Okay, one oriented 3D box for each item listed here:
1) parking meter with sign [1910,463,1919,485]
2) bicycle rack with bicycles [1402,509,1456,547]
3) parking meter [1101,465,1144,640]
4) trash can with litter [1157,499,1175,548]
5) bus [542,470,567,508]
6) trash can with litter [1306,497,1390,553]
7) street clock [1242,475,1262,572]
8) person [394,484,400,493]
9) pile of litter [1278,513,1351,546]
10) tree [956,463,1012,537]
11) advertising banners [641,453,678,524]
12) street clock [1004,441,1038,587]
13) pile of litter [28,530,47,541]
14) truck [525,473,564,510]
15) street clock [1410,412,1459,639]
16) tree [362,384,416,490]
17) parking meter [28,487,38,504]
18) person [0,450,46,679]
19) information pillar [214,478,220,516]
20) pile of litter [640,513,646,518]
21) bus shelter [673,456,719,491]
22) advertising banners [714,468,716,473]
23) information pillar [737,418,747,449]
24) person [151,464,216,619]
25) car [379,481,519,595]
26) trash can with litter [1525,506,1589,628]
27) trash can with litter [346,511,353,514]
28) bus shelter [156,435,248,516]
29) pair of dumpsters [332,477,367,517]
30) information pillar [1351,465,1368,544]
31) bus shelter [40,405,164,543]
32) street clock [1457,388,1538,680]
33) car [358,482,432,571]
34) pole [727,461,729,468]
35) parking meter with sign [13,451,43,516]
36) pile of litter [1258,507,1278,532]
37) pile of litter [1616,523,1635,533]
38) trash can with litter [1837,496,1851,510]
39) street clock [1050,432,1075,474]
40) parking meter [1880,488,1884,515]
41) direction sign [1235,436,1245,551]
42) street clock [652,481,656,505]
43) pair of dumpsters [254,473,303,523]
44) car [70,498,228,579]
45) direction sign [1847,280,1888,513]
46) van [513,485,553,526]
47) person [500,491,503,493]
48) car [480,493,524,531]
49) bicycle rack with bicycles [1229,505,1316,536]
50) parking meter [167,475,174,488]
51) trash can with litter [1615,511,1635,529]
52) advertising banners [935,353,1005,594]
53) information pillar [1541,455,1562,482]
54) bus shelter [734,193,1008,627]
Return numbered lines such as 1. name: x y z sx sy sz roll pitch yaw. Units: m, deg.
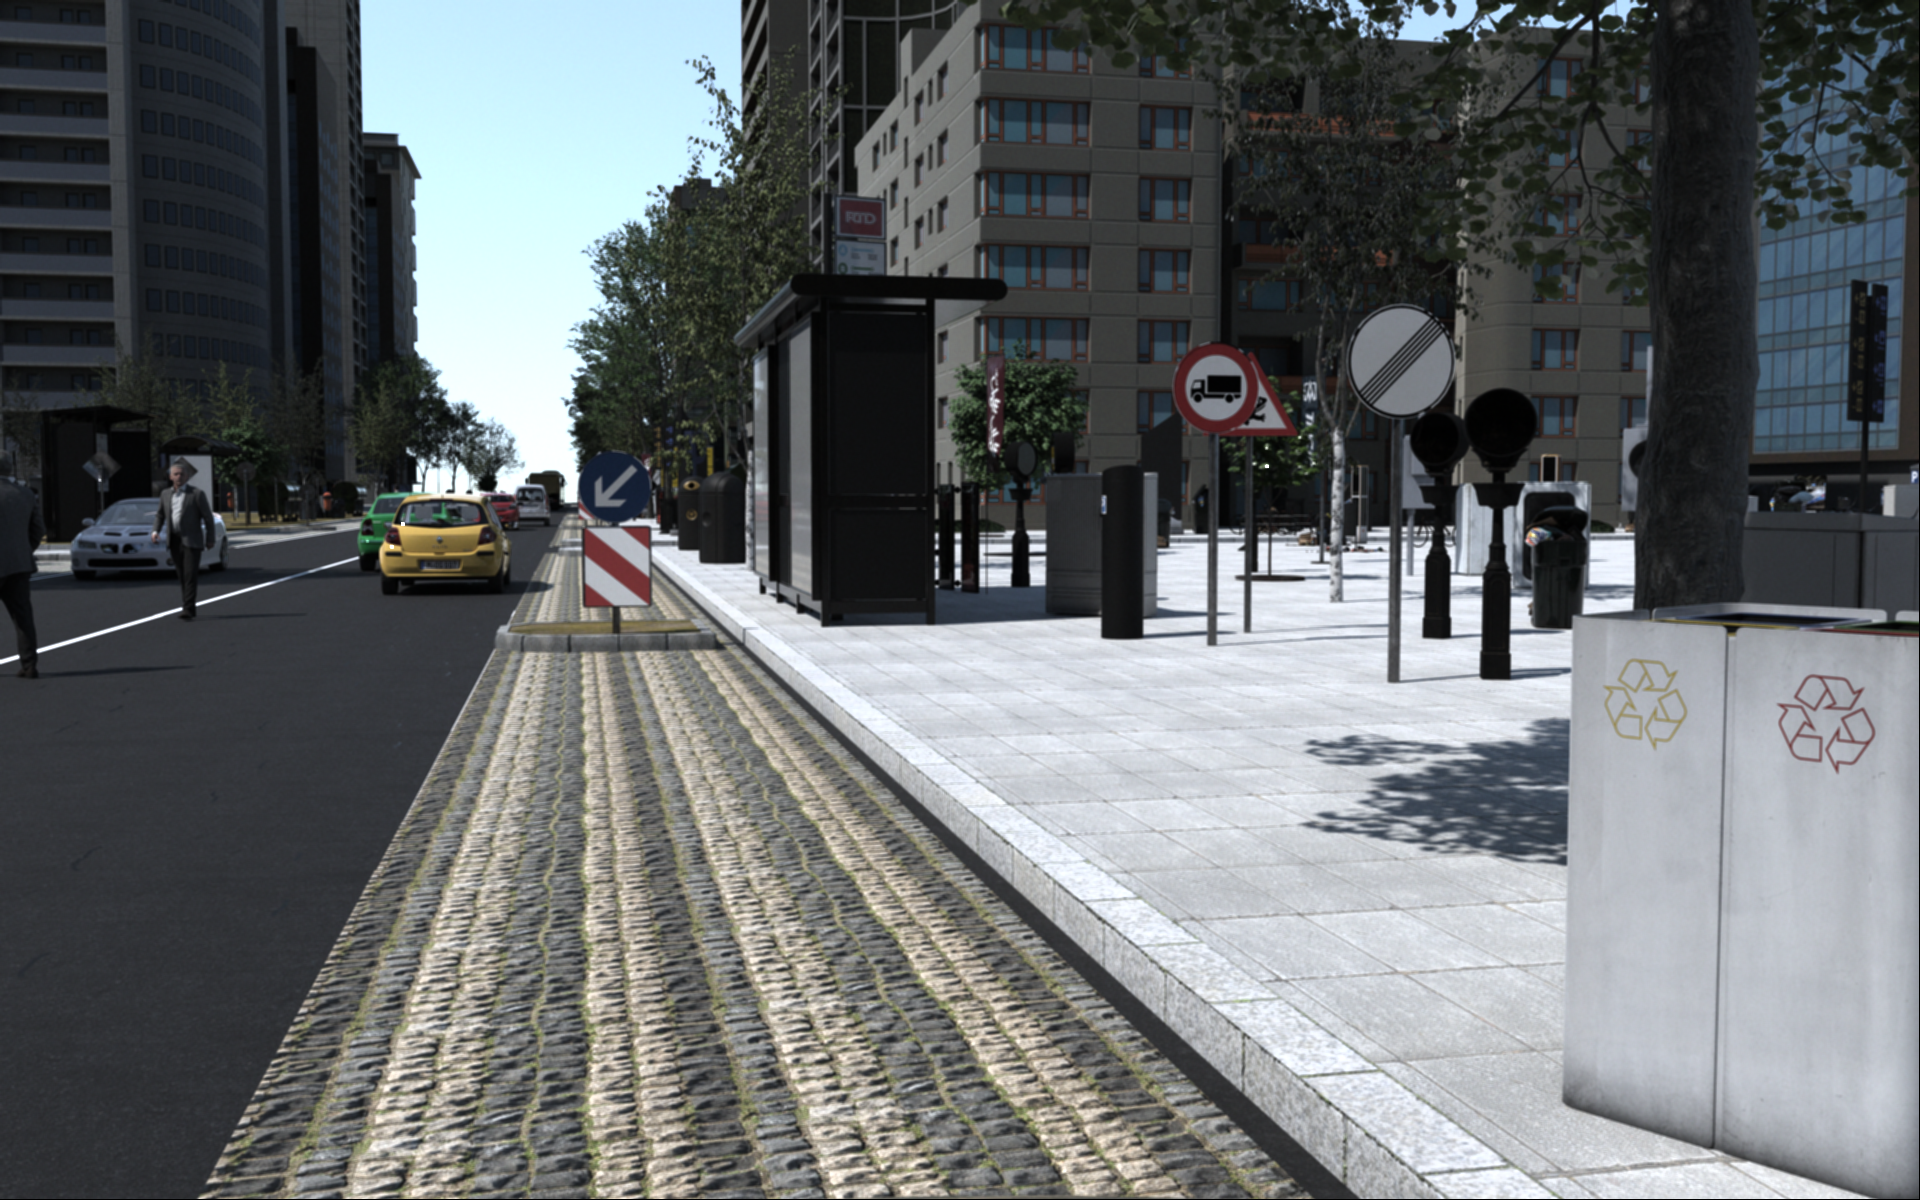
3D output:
1. parking meter with sign: 24.153 -2.876 43.284 1.738 3.016 0.543 0 4 -2
2. bicycle rack with bicycles: 11.956 -1.719 41.490 2.925 0.926 2.852 -3 4 -36
3. parking meter: 1.447 -0.428 15.403 0.372 1.533 0.369 0 3 0
4. trash can with litter: 4.823 -1.826 41.248 0.624 1.170 1.055 0 4 5
5. bus: -42.696 -11.556 180.494 2.896 3.916 12.252 -1 4 -10
6. trash can with litter: 8.896 -1.669 38.349 2.233 1.210 1.678 1 4 23
7. street clock: 4.795 -1.456 28.369 0.471 2.002 0.358 1 4 10
8. person: -20.405 -3.307 62.849 0.678 1.792 0.850 -3 5 -43
9. pile of litter: 8.942 -1.791 43.242 1.719 0.858 1.176 0 4 4
10. tree: 0.854 -3.498 51.787 1.663 3.219 1.824 0 3 0
11. advertising banners: -12.809 -4.785 74.421 2.074 3.025 0.090 1 4 23
12. street clock: 0.838 -1.183 23.909 0.358 2.002 0.471 3 5 41
13. pile of litter: -25.656 -2.044 47.388 1.176 0.858 1.719 -2 4 -27
14. truck: -37.463 -9.800 156.149 3.469 3.379 9.791 -1 4 -13
15. street clock: 4.249 -0.661 15.376 0.471 2.002 0.358 3 5 40
16. tree: -38.780 -10.151 116.326 4.360 8.622 3.978 0 3 0
17. parking meter: -34.403 -3.416 64.265 0.372 1.533 0.369 0 3 0
18. person: -7.563 -0.285 13.560 0.834 1.777 0.661 2 4 24
19. information pillar: -34.553 -4.643 80.412 0.304 2.012 0.304 -3 5 -39
20. pile of litter: -17.605 -4.874 93.647 1.176 0.858 1.719 -2 4 -30
21. bus shelter: -12.374 -5.273 80.144 2.014 3.302 5.546 -1 4 -12
22. advertising banners: -16.047 -7.394 117.075 2.074 3.025 0.090 -2 4 -33
23. information pillar: -6.715 -3.796 53.419 0.183 3.616 0.504 -3 4 -38
24. person: -8.903 -0.667 19.809 0.661 1.777 0.834 0 4 -7
25. car: -7.731 -0.979 26.228 2.015 1.641 3.980 -1 4 -12
26. trash can with litter: 5.720 -0.333 16.833 0.624 1.170 1.055 0 4 8
27. trash can with litter: -38.704 -5.978 109.133 1.055 1.170 0.624 -1 4 -16
28. bus shelter: -27.088 -4.173 62.146 2.014 3.302 5.546 -1 4 -12
29. pair of dumpsters: -34.867 -5.889 98.778 1.574 2.255 4.437 -1 4 -12
30. information pillar: 10.290 -2.454 44.612 0.304 2.012 0.304 -2 4 -35
31. bus shelter: -23.878 -3.497 48.464 1.731 3.624 6.357 -1 4 -12
32. street clock: 3.720 -0.453 11.980 0.471 2.002 0.358 1 4 11
33. car: -10.558 -1.523 33.698 1.959 1.807 4.718 -1 4 -12
34. pole: -14.190 -6.864 106.077 0.158 3.312 0.155 0 3 0
35. parking meter with sign: -37.628 -4.555 70.735 1.738 3.016 0.543 -2 4 -24
36. pile of litter: 10.285 -2.726 58.529 1.176 0.858 1.719 0 4 1
37. pile of litter: 22.816 -2.696 58.045 1.719 0.858 1.176 2 4 24
38. trash can with litter: 35.259 -3.602 69.945 2.233 1.210 1.678 0 4 -2
39. street clock: 1.204 -0.968 20.402 0.358 2.002 0.471 0 4 -5
40. parking meter: 37.186 -3.742 69.587 0.372 1.533 0.369 0 3 0
41. direction sign: 6.478 -2.881 39.098 0.379 3.537 0.876 3 5 44
42. street clock: -17.176 -5.630 96.622 0.471 2.002 0.358 0 4 -3
43. pair of dumpsters: -31.301 -4.714 79.569 1.574 2.255 4.437 -1 4 -12
44. car: -14.348 -1.131 30.858 2.083 1.381 4.827 -1 4 -12
45. direction sign: 9.744 -1.630 18.653 0.876 3.537 0.379 -3 5 -41
46. van: -19.312 -4.336 77.903 2.013 2.044 4.112 -1 4 -14
47. person: -40.033 -8.671 150.957 1.217 1.739 0.721 2 4 24
48. car: -18.570 -3.687 69.323 2.155 1.783 4.494 -1 4 -14
49. bicycle rack with bicycles: 9.852 -2.520 54.582 2.925 0.926 2.852 2 4 29
50. parking meter: -24.486 -2.956 54.041 0.399 1.863 0.255 -2 4 -29
51. trash can with litter: 24.642 -3.218 63.678 1.678 1.210 2.233 1 4 13
52. advertising banners: 0.122 -1.612 22.536 0.090 3.025 2.074 -2 4 -25
53. information pillar: 11.114 -1.719 32.602 0.304 2.012 0.304 2 4 32
54. bus shelter: -1.488 -2.645 20.871 2.179 5.291 8.768 -1 4 -13
